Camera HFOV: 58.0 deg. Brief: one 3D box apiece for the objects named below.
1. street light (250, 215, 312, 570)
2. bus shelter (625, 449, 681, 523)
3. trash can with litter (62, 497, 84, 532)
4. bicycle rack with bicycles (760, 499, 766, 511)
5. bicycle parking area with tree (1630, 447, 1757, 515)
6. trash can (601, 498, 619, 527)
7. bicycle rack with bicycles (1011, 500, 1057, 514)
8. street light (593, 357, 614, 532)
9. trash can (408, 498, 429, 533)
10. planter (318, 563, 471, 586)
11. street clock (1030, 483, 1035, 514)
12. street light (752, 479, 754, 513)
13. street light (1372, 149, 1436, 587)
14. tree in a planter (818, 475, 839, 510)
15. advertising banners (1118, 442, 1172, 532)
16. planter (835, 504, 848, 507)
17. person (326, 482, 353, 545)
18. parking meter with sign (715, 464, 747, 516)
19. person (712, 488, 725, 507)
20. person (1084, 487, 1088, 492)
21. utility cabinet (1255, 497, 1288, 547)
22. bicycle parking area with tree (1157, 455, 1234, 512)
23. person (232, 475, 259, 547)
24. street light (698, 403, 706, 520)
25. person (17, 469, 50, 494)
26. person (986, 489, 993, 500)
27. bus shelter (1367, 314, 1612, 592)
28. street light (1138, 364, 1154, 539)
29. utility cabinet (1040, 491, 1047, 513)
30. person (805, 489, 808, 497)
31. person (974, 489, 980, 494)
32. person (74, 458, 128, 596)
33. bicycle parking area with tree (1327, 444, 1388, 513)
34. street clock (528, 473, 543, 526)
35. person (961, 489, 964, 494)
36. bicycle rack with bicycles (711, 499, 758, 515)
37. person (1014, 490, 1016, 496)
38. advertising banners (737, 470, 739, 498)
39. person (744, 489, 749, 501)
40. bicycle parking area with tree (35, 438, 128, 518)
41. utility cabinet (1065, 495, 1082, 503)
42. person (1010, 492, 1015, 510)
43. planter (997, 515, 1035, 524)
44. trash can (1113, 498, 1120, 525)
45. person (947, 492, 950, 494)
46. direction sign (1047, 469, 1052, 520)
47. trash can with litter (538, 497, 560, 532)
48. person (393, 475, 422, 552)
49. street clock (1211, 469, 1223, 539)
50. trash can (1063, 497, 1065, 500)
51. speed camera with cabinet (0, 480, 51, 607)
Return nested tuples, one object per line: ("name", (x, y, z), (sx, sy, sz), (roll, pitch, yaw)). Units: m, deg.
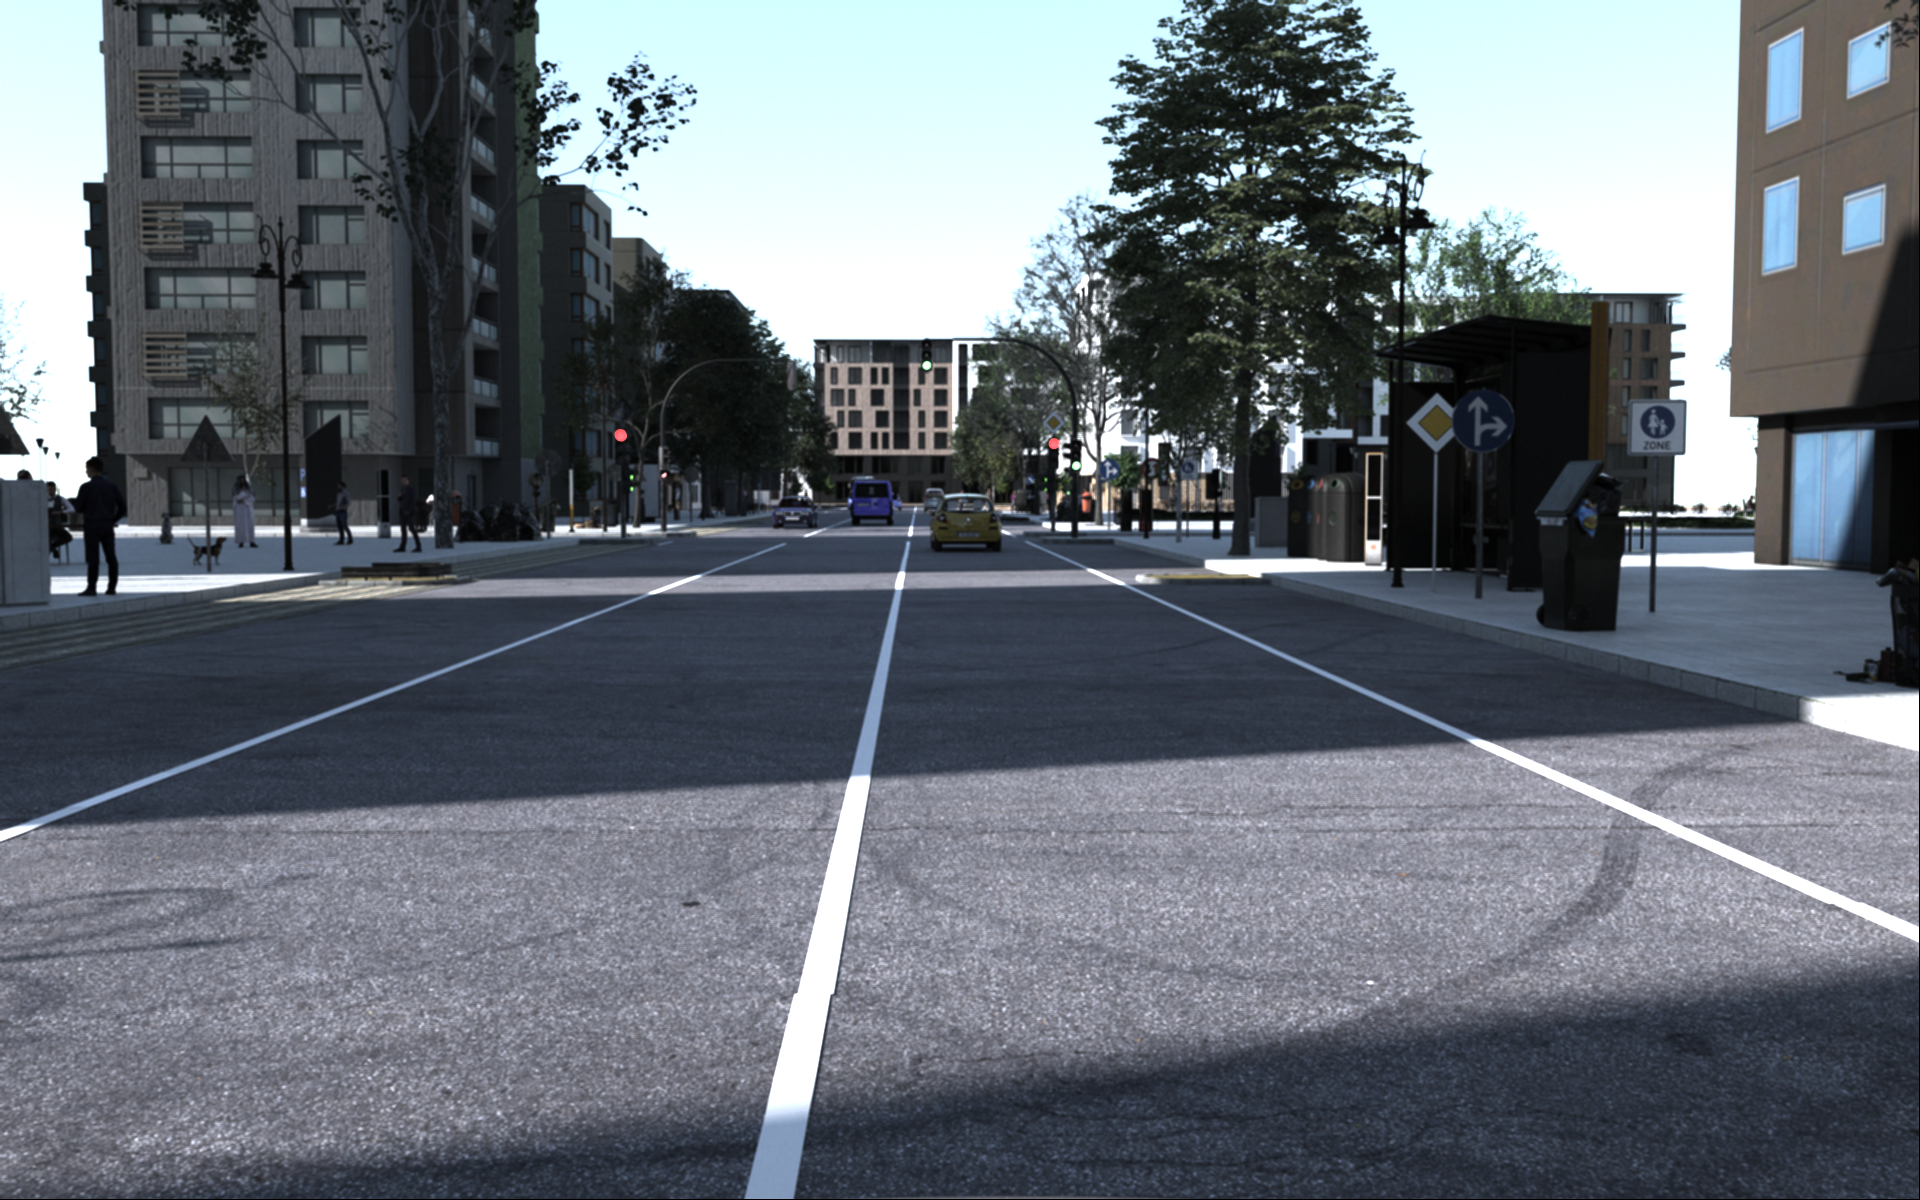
("street light", (-11.303, -3.437, 28.981), (0.468, 5.910, 1.993), (0, 4, -1))
("bus shelter", (-14.299, -5.278, 80.224), (2.014, 3.302, 5.546), (0, 4, -1))
("trash can with litter", (-30.202, -2.932, 59.320), (0.624, 1.170, 1.055), (0, 4, 7))
("bicycle rack with bicycles", (-14.531, -6.503, 119.709), (2.852, 0.926, 2.925), (3, 5, 42))
("bicycle parking area with tree", (46.708, -7.346, 107.101), (9.016, 4.147, 8.231), (-2, 4, -29))
("trash can", (-13.730, -3.448, 68.033), (0.748, 1.137, 0.748), (0, 3, 0))
("bicycle rack with bicycles", (4.498, -6.024, 111.869), (2.925, 0.926, 2.852), (2, 4, 33))
("street light", (-12.054, -5.253, 58.674), (0.468, 5.910, 1.993), (0, 4, -1))
("trash can", (-18.034, -2.808, 57.559), (0.748, 1.137, 0.748), (0, 3, 0))
("planter", (-8.961, -0.405, 27.767), (1.991, 0.319, 1.994), (0, 4, -1))
("street clock", (4.792, -6.699, 114.106), (0.358, 2.002, 0.471), (-2, 4, -28))
("street light", (-13.338, -8.486, 111.529), (0.468, 5.910, 1.993), (0, 4, -1))
("street light", (6.032, -3.114, 23.709), (0.468, 5.910, 1.993), (0, 4, -1))
("tree in a planter", (-12.150, -9.997, 160.675), (1.991, 3.239, 1.994), (0, 4, -1))
("advertising banners", (6.286, -3.840, 58.968), (2.074, 3.025, 0.090), (3, 4, 37))
("planter", (-12.795, -10.187, 187.700), (1.991, 0.319, 1.994), (0, 4, -1))
("person", (-15.532, -2.171, 43.497), (0.963, 1.587, 0.435), (3, 5, 39))
("parking meter with sign", (-13.234, -6.355, 100.170), (1.738, 3.016, 0.543), (-1, 4, -15))
("person", (-21.317, -9.001, 153.229), (1.348, 1.821, 0.705), (0, 4, -6))
("person", (10.014, -8.100, 138.484), (0.705, 1.822, 1.348), (2, 4, 25))
("utility cabinet", (7.649, -1.884, 41.961), (1.020, 1.237, 0.306), (-1, 4, -20))
("bicycle parking area with tree", (18.564, -8.346, 123.456), (8.231, 4.147, 9.016), (-2, 4, -32))
("person", (-17.218, -2.135, 41.613), (0.621, 1.740, 0.551), (2, 4, 35))
("street light", (-12.685, -6.884, 85.344), (0.468, 5.910, 1.993), (0, 4, -1))
("person", (-13.733, -1.107, 25.613), (0.415, 1.643, 0.593), (1, 4, 8))
("person", (2.740, -9.577, 163.179), (0.990, 1.755, 0.434), (1, 4, 22))
("bus shelter", (7.679, -2.111, 25.805), (1.731, 3.624, 6.357), (0, 4, -1))
("street light", (5.386, -4.716, 49.894), (0.468, 5.910, 1.993), (0, 4, -1))
("utility cabinet", (5.610, -6.748, 119.011), (0.318, 1.500, 1.173), (2, 4, 24))
("person", (-15.809, -10.534, 178.375), (0.705, 1.812, 1.348), (0, 4, 4))
("person", (0.789, -4.355, 81.161), (0.517, 1.644, 0.566), (1, 4, 18))
("person", (-10.974, -0.934, 22.011), (0.504, 1.737, 0.576), (1, 4, 22))
("bicycle parking area with tree", (22.603, -7.029, 101.934), (9.016, 4.147, 8.231), (3, 5, 40))
("street clock", (-14.590, -3.365, 59.589), (0.358, 2.002, 0.471), (2, 4, 33))
("person", (0.292, -6.923, 122.224), (0.750, 1.759, 0.617), (0, 4, -6))
("bicycle rack with bicycles", (-14.311, -5.855, 109.111), (2.925, 0.926, 2.852), (0, 4, -6))
("person", (6.457, -12.089, 204.643), (0.436, 1.711, 0.756), (1, 4, 17))
("advertising banners", (-16.249, -7.995, 126.908), (0.090, 3.025, 2.074), (0, 4, -4))
("person", (-21.739, -10.432, 176.473), (0.599, 1.838, 0.709), (1, 4, 20))
("bicycle parking area with tree", (-44.882, -6.302, 90.047), (8.231, 4.147, 9.016), (-1, 4, -14))
("utility cabinet", (5.617, -4.464, 84.146), (1.020, 1.237, 0.306), (-1, 4, -18))
("person", (4.398, -8.072, 141.247), (0.599, 1.433, 0.991), (-2, 4, -35))
("planter", (2.600, -3.828, 83.731), (1.991, 0.319, 1.994), (0, 4, -1))
("trash can", (6.691, -3.689, 71.971), (0.748, 1.137, 0.748), (0, 3, 0))
("person", (-0.686, -5.771, 104.823), (0.963, 1.587, 0.435), (0, 4, 5))
("direction sign", (4.422, -5.645, 84.288), (0.379, 3.537, 0.876), (1, 4, 9))
("trash can with litter", (-13.937, -2.844, 57.884), (0.624, 1.170, 1.055), (3, 4, 38))
("person", (-12.219, -1.914, 38.254), (0.530, 1.710, 0.541), (-3, 5, -40))
("street clock", (7.347, -2.752, 49.565), (0.358, 2.002, 0.471), (1, 4, 19))
("trash can", (5.706, -4.811, 90.313), (0.748, 1.137, 0.748), (0, 3, 0))
("speed camera with cabinet", (-11.530, -1.589, 20.318), (2.038, 3.252, 0.660), (2, 4, 33))
